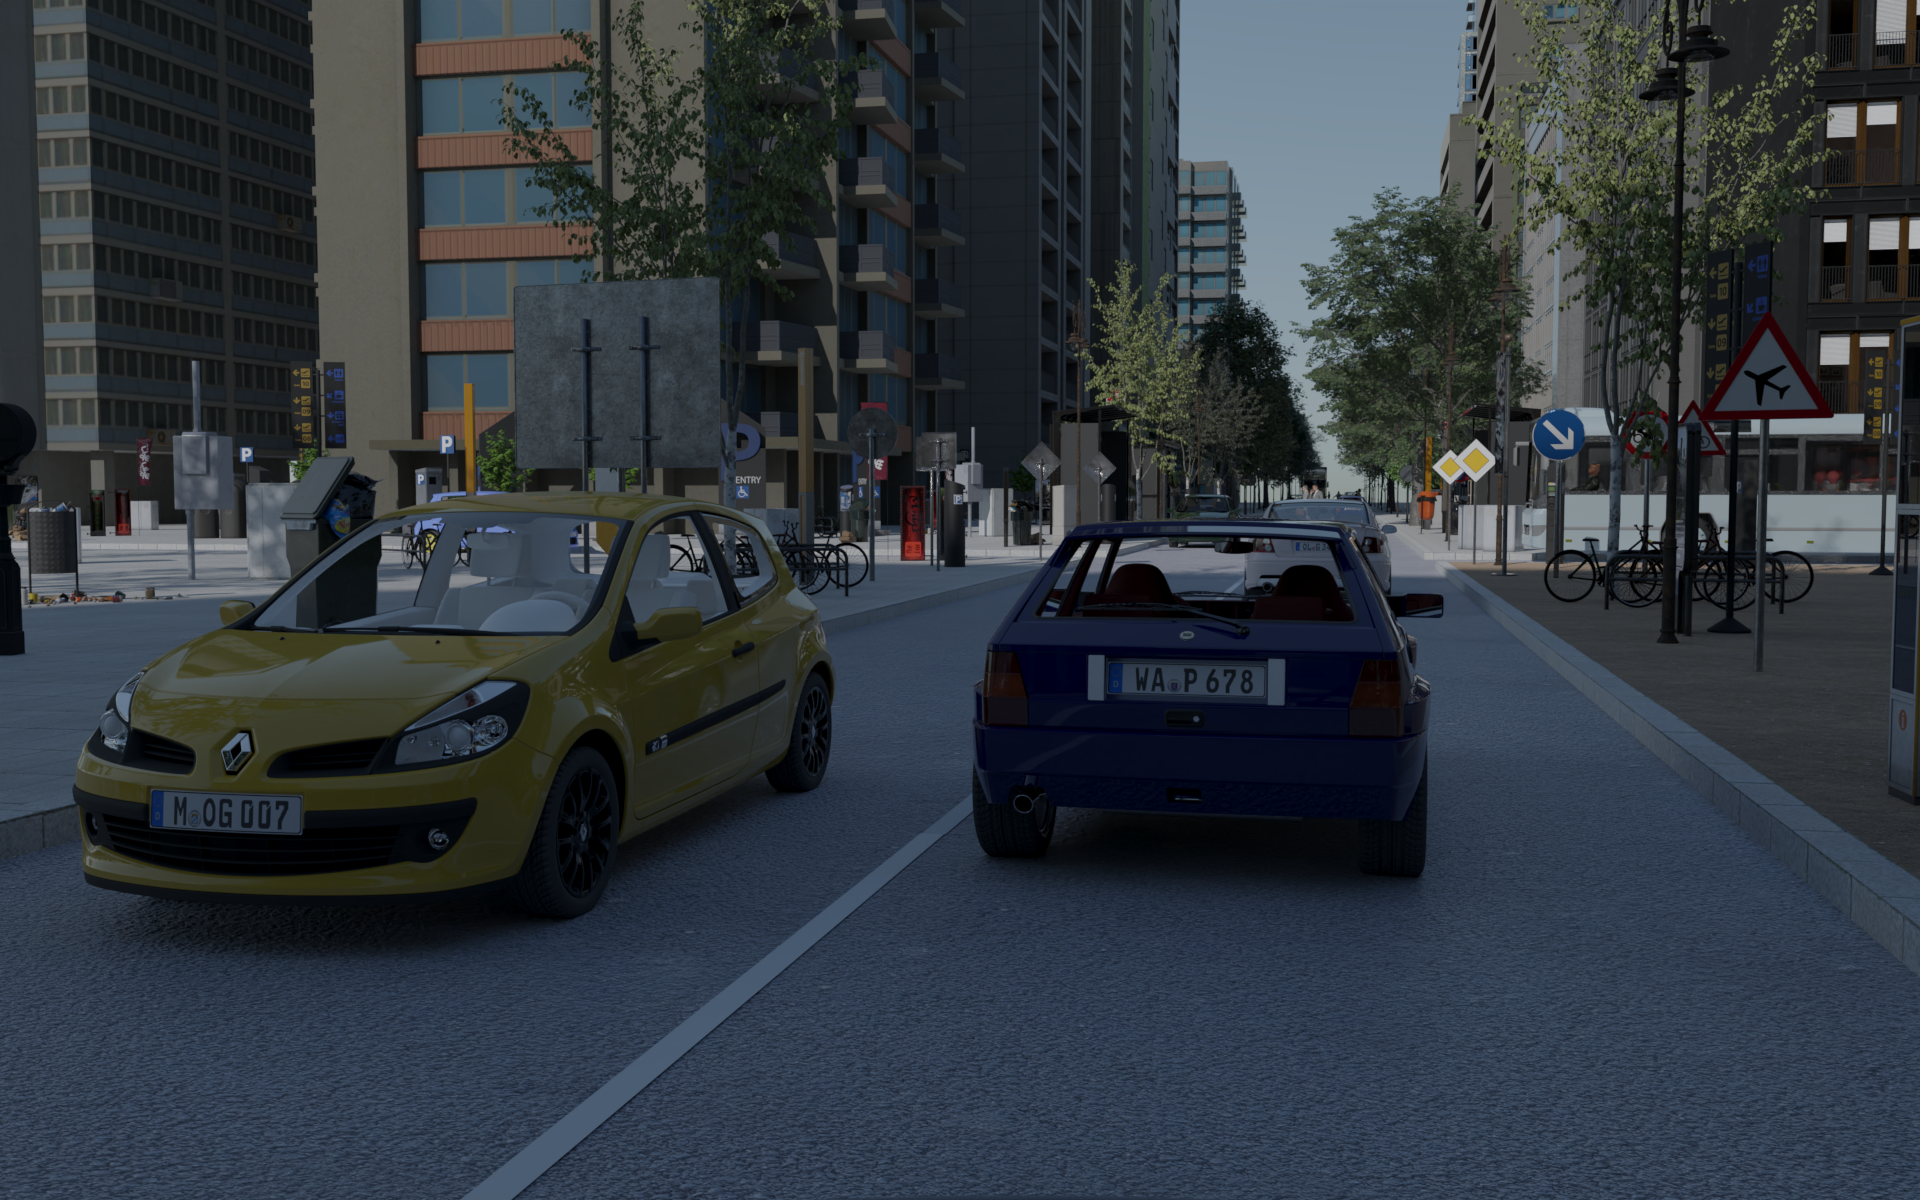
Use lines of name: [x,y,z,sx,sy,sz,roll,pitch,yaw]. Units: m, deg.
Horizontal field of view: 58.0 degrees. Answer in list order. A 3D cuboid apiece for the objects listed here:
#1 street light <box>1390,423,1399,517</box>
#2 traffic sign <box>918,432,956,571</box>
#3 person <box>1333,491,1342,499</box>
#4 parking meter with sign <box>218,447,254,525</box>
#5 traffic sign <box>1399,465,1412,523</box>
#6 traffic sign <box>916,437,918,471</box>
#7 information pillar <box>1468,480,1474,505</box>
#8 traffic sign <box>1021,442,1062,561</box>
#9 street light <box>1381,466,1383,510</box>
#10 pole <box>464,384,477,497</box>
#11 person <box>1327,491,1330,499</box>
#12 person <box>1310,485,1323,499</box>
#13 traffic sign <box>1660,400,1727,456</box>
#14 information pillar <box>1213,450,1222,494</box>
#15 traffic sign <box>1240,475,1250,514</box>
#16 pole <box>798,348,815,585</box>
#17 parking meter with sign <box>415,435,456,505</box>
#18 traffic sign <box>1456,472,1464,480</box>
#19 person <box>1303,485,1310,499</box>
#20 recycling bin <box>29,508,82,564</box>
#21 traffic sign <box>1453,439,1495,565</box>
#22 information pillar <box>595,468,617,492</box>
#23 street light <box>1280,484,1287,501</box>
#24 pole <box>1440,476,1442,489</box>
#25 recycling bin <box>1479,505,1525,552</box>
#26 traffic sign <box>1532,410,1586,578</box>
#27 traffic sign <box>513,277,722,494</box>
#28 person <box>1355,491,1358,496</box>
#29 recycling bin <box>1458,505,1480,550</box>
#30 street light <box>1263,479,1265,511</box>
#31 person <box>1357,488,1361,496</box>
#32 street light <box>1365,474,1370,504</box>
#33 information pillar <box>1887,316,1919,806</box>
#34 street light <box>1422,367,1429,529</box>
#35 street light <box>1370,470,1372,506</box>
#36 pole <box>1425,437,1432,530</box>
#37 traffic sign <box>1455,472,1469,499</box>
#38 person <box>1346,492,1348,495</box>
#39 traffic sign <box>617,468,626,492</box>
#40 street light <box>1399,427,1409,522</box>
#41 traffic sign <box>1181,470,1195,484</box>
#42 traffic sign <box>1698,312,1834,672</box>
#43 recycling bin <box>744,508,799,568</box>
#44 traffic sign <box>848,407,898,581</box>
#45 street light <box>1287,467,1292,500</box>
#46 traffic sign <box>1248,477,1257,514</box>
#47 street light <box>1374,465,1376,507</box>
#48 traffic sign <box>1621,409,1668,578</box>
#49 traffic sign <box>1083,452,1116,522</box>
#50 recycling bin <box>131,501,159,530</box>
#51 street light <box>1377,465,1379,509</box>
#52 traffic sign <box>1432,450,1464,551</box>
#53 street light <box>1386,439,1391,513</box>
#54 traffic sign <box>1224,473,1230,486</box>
street light: [24.264,-7.529,95.887,0.468,5.910,1.993,1,4,13]
traffic sign: [-0.359,-1.626,28.720,0.606,2.300,0.079,1,4,20]
person: [37.527,-9.935,171.671,1.217,1.736,0.721,1,4,14]
parking meter with sign: [-26.755,-4.132,63.823,0.543,3.016,1.738,1,4,13]
traffic sign: [19.539,-4.614,75.541,0.768,2.556,0.104,1,4,18]
traffic sign: [-0.500,-1.760,30.903,0.606,2.300,0.079,1,4,13]
information pillar: [26.819,-5.276,90.756,0.304,2.012,0.304,-1,4,-10]
traffic sign: [1.552,-1.808,33.202,0.795,2.450,0.064,1,4,13]
street light: [29.721,-9.023,120.314,0.468,5.910,1.993,1,4,13]
pole: [-9.057,-2.338,32.073,0.158,3.312,0.155,0,3,0]
person: [51.407,-14.252,241.532,0.705,1.823,1.348,-1,4,-9]
person: [14.495,-3.780,70.491,0.473,1.802,0.592,0,4,-5]
traffic sign: [10.134,-1.469,24.017,0.884,2.594,0.081,1,4,21]
information pillar: [13.688,-6.171,92.248,0.504,3.616,0.183,-2,4,-24]
traffic sign: [18.146,-6.750,110.463,0.768,2.556,0.104,1,4,13]
pole: [-2.159,-1.863,24.311,0.158,3.312,0.155,0,3,0]
parking meter with sign: [-15.526,-3.322,50.572,0.543,3.016,1.738,2,4,27]
traffic sign: [18.140,-3.891,63.730,0.768,2.556,0.104,1,4,22]
person: [14.933,-4.049,74.819,0.853,1.813,0.709,1,4,16]
recycling bin: [-16.601,-1.176,31.785,0.722,1.027,0.722,-3,5,-40]
traffic sign: [9.351,-1.700,31.445,0.795,2.450,0.064,1,4,13]
information pillar: [-5.151,-2.088,25.491,0.504,3.616,0.183,2,4,29]
street light: [30.565,-11.750,164.897,0.468,5.910,1.993,1,4,13]
pole: [29.087,-6.776,104.637,0.158,3.312,0.155,0,3,0]
recycling bin: [12.154,-1.601,38.725,0.722,1.027,0.722,2,4,35]
traffic sign: [9.085,-1.603,26.320,0.768,2.556,0.104,1,4,22]
traffic sign: [-3.317,-1.392,16.628,2.265,3.308,0.079,1,4,20]
person: [32.288,-8.027,140.571,0.721,1.723,1.217,2,4,34]
recycling bin: [12.017,-1.683,40.066,0.722,1.027,0.722,-1,4,-14]
street light: [23.203,-9.750,132.197,0.468,5.910,1.993,1,4,13]
person: [27.452,-6.753,118.918,0.705,1.823,1.348,1,4,18]
street light: [48.064,-14.068,202.798,0.468,5.910,1.993,1,4,13]
information pillar: [4.090,-0.165,7.188,0.304,2.012,0.304,1,4,8]
street light: [16.935,-5.521,63.052,0.468,5.910,1.993,1,4,13]
street light: [40.707,-12.048,169.778,0.468,5.910,1.993,1,4,13]
pole: [16.759,-4.167,61.978,0.158,3.312,0.155,0,3,0]
traffic sign: [22.152,-4.689,76.774,0.768,2.556,0.104,1,4,19]
person: [54.611,-14.406,244.868,0.721,1.723,1.217,0,4,1]
traffic sign: [-3.347,-1.041,17.129,0.768,2.556,0.104,1,4,21]
street light: [20.548,-6.522,79.421,0.468,5.910,1.993,1,4,13]
traffic sign: [11.893,-5.522,90.394,0.768,2.556,0.104,1,4,14]
traffic sign: [5.766,-0.761,12.440,0.884,2.594,0.081,1,4,22]
recycling bin: [-3.269,-1.071,30.063,0.722,1.027,0.722,-3,5,-43]
traffic sign: [-1.294,-1.550,25.443,0.768,2.556,0.104,1,4,14]
street light: [34.263,-12.754,181.317,0.468,5.910,1.993,1,4,13]
traffic sign: [18.636,-6.788,111.092,0.768,2.556,0.104,1,4,16]
street light: [37.107,-11.053,153.504,0.468,5.910,1.993,1,4,13]
traffic sign: [10.100,-1.551,25.469,0.768,2.556,0.104,1,4,18]
traffic sign: [3.293,-2.285,40.995,0.795,2.450,0.064,1,4,13]
recycling bin: [-29.119,-3.016,61.871,0.722,1.027,0.722,0,4,-6]
street light: [33.454,-10.062,137.299,0.468,5.910,1.993,1,4,13]
traffic sign: [11.092,-2.177,39.239,0.795,2.450,0.064,1,4,13]
street light: [27.949,-8.520,112.085,0.468,5.910,1.993,1,4,13]
traffic sign: [16.555,-6.493,106.259,0.768,2.556,0.104,1,4,16]
